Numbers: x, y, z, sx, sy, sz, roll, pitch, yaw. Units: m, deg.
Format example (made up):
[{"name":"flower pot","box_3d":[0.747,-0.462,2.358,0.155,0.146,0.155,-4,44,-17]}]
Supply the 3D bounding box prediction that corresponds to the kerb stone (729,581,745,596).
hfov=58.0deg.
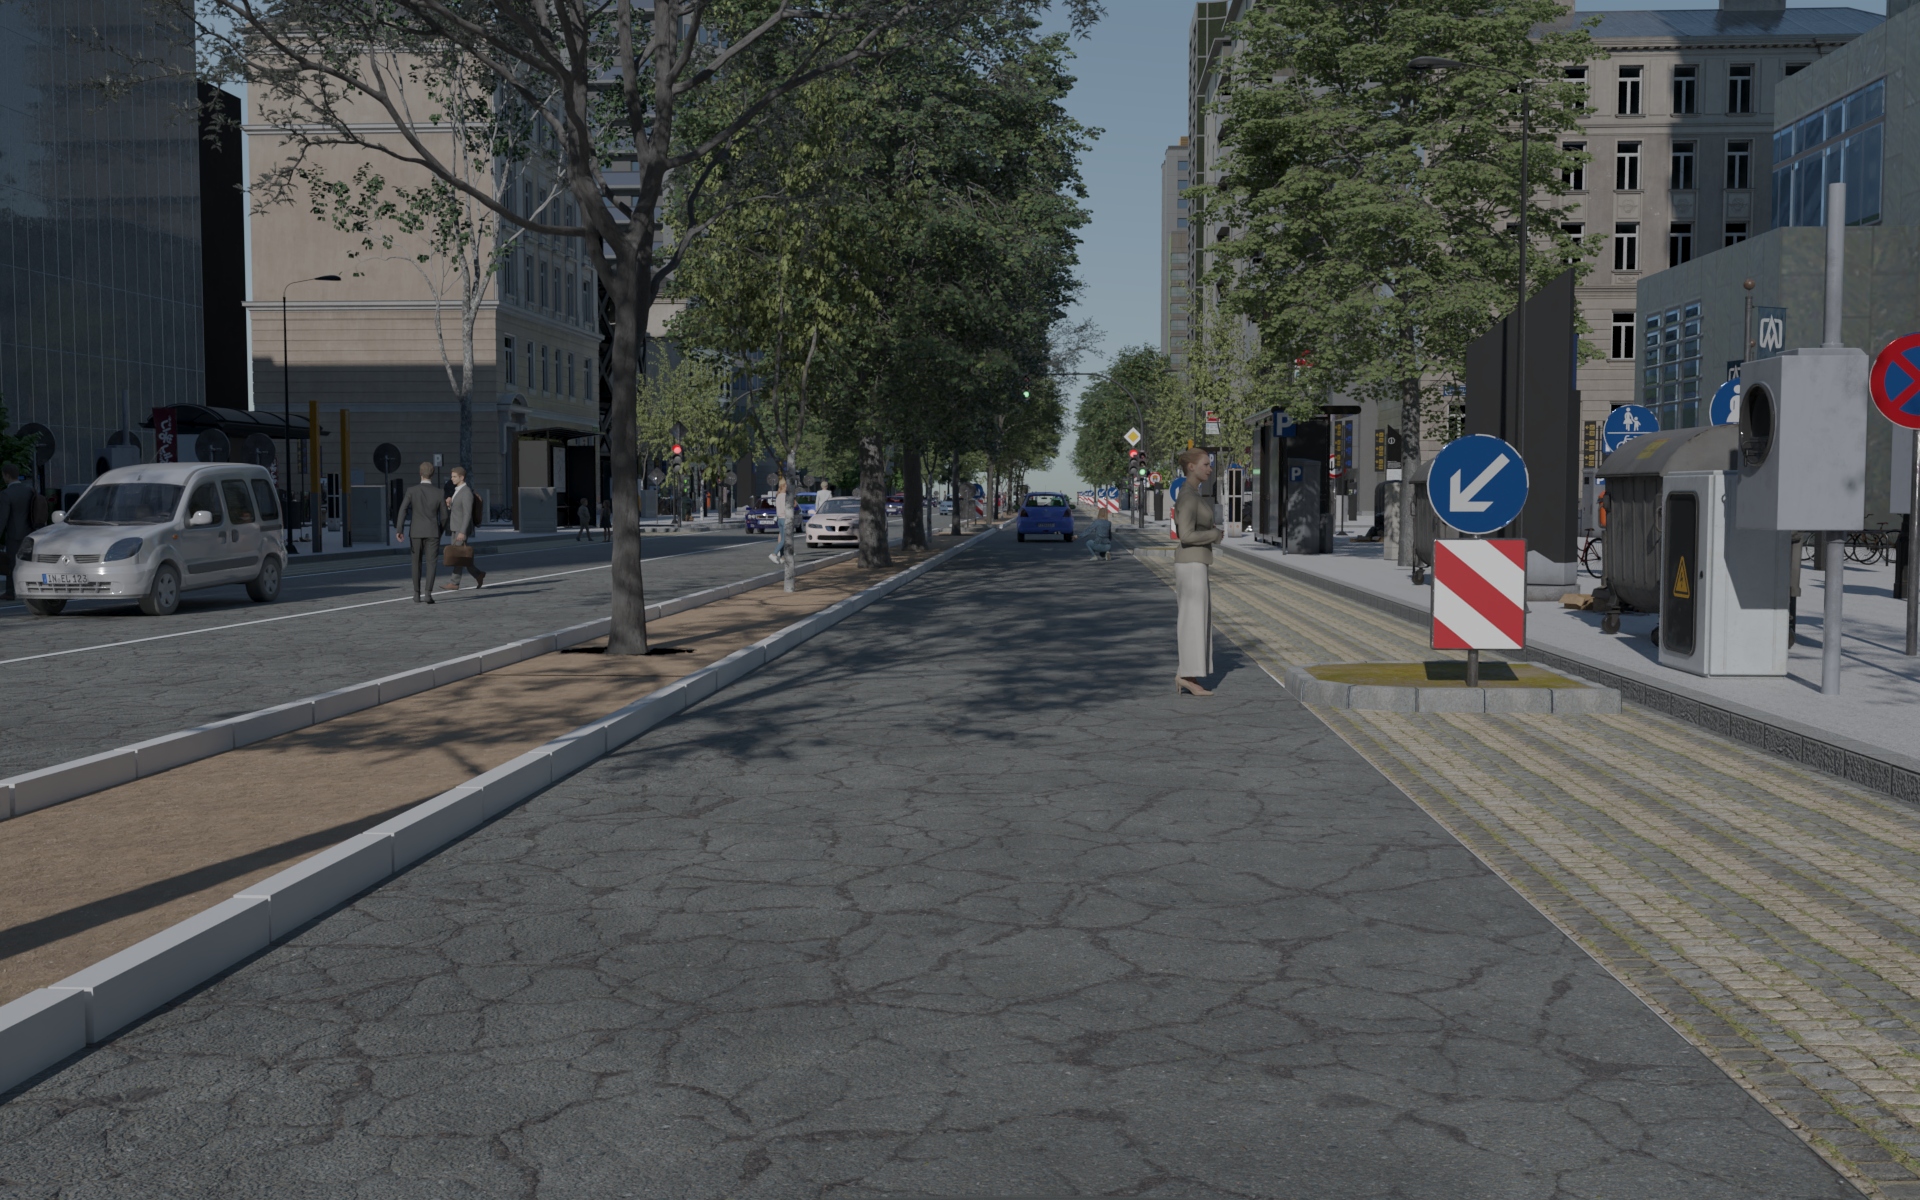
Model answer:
[{"name":"kerb stone","box_3d":[-3.235,-0.140,24.539,0.120,0.150,1.000,0,4,3]}]

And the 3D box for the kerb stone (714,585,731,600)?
[{"name":"kerb stone","box_3d":[-3.299,-0.081,23.515,0.120,0.150,1.000,0,4,3]}]

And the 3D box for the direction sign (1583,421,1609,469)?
[{"name":"direction sign","box_3d":[19.788,-3.774,53.700,0.876,3.537,0.379,1,4,18]}]

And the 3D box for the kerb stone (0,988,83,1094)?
[{"name":"kerb stone","box_3d":[-2.358,1.113,3.996,0.120,0.150,1.000,0,4,3]}]

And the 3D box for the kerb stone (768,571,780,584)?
[{"name":"kerb stone","box_3d":[-3.057,-0.331,27.615,0.120,0.150,1.000,0,4,3]}]

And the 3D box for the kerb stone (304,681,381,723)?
[{"name":"kerb stone","box_3d":[-4.032,0.670,11.241,0.120,0.150,1.000,0,4,3]}]

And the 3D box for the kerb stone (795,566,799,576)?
[{"name":"kerb stone","box_3d":[-2.932,-0.455,29.669,0.120,0.150,1.000,0,4,3]}]

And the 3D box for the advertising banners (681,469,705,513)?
[{"name":"advertising banners","box_3d":[-18.973,-7.734,122.634,2.074,3.025,0.090,-2,4,-31]}]

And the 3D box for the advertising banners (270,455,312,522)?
[{"name":"advertising banners","box_3d":[-30.152,-4.999,77.919,0.090,3.025,2.074,3,5,42]}]

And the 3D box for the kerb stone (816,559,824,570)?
[{"name":"kerb stone","box_3d":[-2.745,-0.641,32.730,0.120,0.150,1.000,0,4,3]}]

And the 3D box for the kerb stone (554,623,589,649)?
[{"name":"kerb stone","box_3d":[-3.719,0.358,16.346,0.120,0.150,1.000,0,4,3]}]

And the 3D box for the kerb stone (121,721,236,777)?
[{"name":"kerb stone","box_3d":[-4.159,0.795,9.198,0.120,0.150,1.000,0,4,3]}]

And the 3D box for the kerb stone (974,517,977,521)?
[{"name":"kerb stone","box_3d":[0.694,-4.186,90.636,0.120,0.150,1.000,0,4,3]}]

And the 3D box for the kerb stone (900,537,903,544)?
[{"name":"kerb stone","box_3d":[-1.778,-1.646,49.107,0.120,0.150,1.000,0,4,3]}]

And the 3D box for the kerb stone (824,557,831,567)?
[{"name":"kerb stone","box_3d":[-2.687,-0.707,33.761,0.120,0.150,1.000,0,4,3]}]

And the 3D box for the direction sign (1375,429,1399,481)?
[{"name":"direction sign","box_3d":[14.894,-4.190,60.496,0.876,3.537,0.379,3,4,37]}]

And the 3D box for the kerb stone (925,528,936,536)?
[{"name":"kerb stone","box_3d":[-1.042,-2.394,61.414,0.120,0.150,1.000,0,4,3]}]

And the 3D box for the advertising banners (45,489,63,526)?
[{"name":"advertising banners","box_3d":[-22.417,-2.761,41.324,2.074,3.025,0.090,0,4,-1]}]

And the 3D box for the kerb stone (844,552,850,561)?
[{"name":"kerb stone","box_3d":[-2.504,-0.895,36.834,0.120,0.150,1.000,0,4,3]}]

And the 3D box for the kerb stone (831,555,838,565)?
[{"name":"kerb stone","box_3d":[-2.631,-0.770,34.791,0.120,0.150,1.000,0,4,3]}]

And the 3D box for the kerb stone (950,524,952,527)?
[{"name":"kerb stone","box_3d":[-0.219,-3.247,75.301,0.120,0.150,1.000,0,4,3]}]

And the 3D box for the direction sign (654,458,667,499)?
[{"name":"direction sign","box_3d":[-18.837,-7.150,108.899,0.876,3.537,0.379,-3,5,-40]}]

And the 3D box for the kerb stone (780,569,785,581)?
[{"name":"kerb stone","box_3d":[-2.993,-0.394,28.636,0.120,0.150,1.000,0,4,3]}]

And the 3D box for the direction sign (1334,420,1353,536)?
[{"name":"direction sign","box_3d":[11.802,-3.755,53.386,0.379,3.537,0.876,-2,4,-24]}]

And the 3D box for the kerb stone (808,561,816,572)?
[{"name":"kerb stone","box_3d":[-2.813,-0.582,31.710,0.120,0.150,1.000,0,4,3]}]

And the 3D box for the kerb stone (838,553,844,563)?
[{"name":"kerb stone","box_3d":[-2.568,-0.833,35.814,0.120,0.150,1.000,0,4,3]}]

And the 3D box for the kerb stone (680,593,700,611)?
[{"name":"kerb stone","box_3d":[-3.417,0.044,21.470,0.120,0.150,1.000,0,4,3]}]

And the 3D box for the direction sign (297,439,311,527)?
[{"name":"direction sign","box_3d":[-25.461,-4.593,67.086,0.379,3.537,0.876,-3,5,-42]}]

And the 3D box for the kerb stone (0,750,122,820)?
[{"name":"kerb stone","box_3d":[-4.214,0.858,8.170,0.120,0.150,1.000,0,4,3]}]

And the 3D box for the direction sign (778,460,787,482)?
[{"name":"direction sign","box_3d":[-11.856,-7.572,115.804,0.379,3.537,0.876,-3,5,-45]}]

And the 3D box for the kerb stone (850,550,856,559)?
[{"name":"kerb stone","box_3d":[-2.454,-0.954,37.855,0.120,0.150,1.000,0,4,3]}]

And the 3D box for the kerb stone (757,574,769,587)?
[{"name":"kerb stone","box_3d":[-3.117,-0.269,26.588,0.120,0.150,1.000,0,4,3]}]

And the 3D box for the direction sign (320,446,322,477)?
[{"name":"direction sign","box_3d":[-30.192,-5.461,81.278,0.876,3.537,0.379,2,4,35]}]

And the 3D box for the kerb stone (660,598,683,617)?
[{"name":"kerb stone","box_3d":[-3.475,0.107,20.446,0.120,0.150,1.000,0,4,3]}]

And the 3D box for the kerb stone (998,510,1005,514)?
[{"name":"kerb stone","box_3d":[3.196,-6.750,132.563,0.120,0.150,1.000,0,4,3]}]

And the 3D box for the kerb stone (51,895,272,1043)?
[{"name":"kerb stone","box_3d":[-2.289,1.054,5.016,0.120,0.150,1.000,0,4,3]}]

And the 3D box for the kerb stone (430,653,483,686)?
[{"name":"kerb stone","box_3d":[-3.908,0.551,13.284,0.120,0.150,1.000,0,4,3]}]

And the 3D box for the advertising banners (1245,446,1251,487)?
[{"name":"advertising banners","box_3d":[10.697,-4.061,62.589,0.090,3.025,2.074,-1,4,-14]}]

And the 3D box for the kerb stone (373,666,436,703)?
[{"name":"kerb stone","box_3d":[-3.968,0.610,12.261,0.120,0.150,1.000,0,4,3]}]

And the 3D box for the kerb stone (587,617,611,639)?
[{"name":"kerb stone","box_3d":[-3.663,0.295,17.377,0.120,0.150,1.000,0,4,3]}]

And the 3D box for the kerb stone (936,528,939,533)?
[{"name":"kerb stone","box_3d":[-0.858,-2.587,64.492,0.120,0.150,1.000,0,4,3]}]

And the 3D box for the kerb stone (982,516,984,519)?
[{"name":"kerb stone","box_3d":[1.132,-4.624,97.797,0.120,0.150,1.000,0,4,3]}]

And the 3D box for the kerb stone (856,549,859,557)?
[{"name":"kerb stone","box_3d":[-2.386,-1.021,38.883,0.120,0.150,1.000,0,4,3]}]

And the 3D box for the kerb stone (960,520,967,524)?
[{"name":"kerb stone","box_3d":[0.209,-3.678,82.461,0.120,0.150,1.000,0,4,3]}]

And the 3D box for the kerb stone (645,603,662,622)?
[{"name":"kerb stone","box_3d":[-3.551,0.169,19.426,0.120,0.150,1.000,0,4,3]}]

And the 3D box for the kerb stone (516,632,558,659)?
[{"name":"kerb stone","box_3d":[-3.785,0.420,15.326,0.120,0.150,1.000,0,4,3]}]

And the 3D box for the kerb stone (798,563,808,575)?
[{"name":"kerb stone","box_3d":[-2.867,-0.519,30.689,0.120,0.150,1.000,0,4,3]}]

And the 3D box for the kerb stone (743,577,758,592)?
[{"name":"kerb stone","box_3d":[-3.170,-0.204,25.560,0.120,0.150,1.000,0,4,3]}]

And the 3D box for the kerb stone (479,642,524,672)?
[{"name":"kerb stone","box_3d":[-3.842,0.489,14.306,0.120,0.150,1.000,0,4,3]}]

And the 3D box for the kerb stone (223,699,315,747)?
[{"name":"kerb stone","box_3d":[-4.096,0.735,10.218,0.120,0.150,1.000,0,4,3]}]

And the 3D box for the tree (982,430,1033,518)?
[{"name":"tree","box_3d":[2.504,-9.175,102.838,4.360,8.622,3.978,0,3,0]}]

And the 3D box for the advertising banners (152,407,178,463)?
[{"name":"advertising banners","box_3d":[-15.268,-2.367,34.895,2.074,3.025,0.090,0,4,7]}]

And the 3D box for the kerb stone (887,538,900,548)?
[{"name":"kerb stone","box_3d":[-1.845,-1.584,48.087,0.120,0.150,1.000,0,4,3]}]

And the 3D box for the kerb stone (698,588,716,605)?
[{"name":"kerb stone","box_3d":[-3.361,-0.018,22.495,0.120,0.150,1.000,0,4,3]}]
